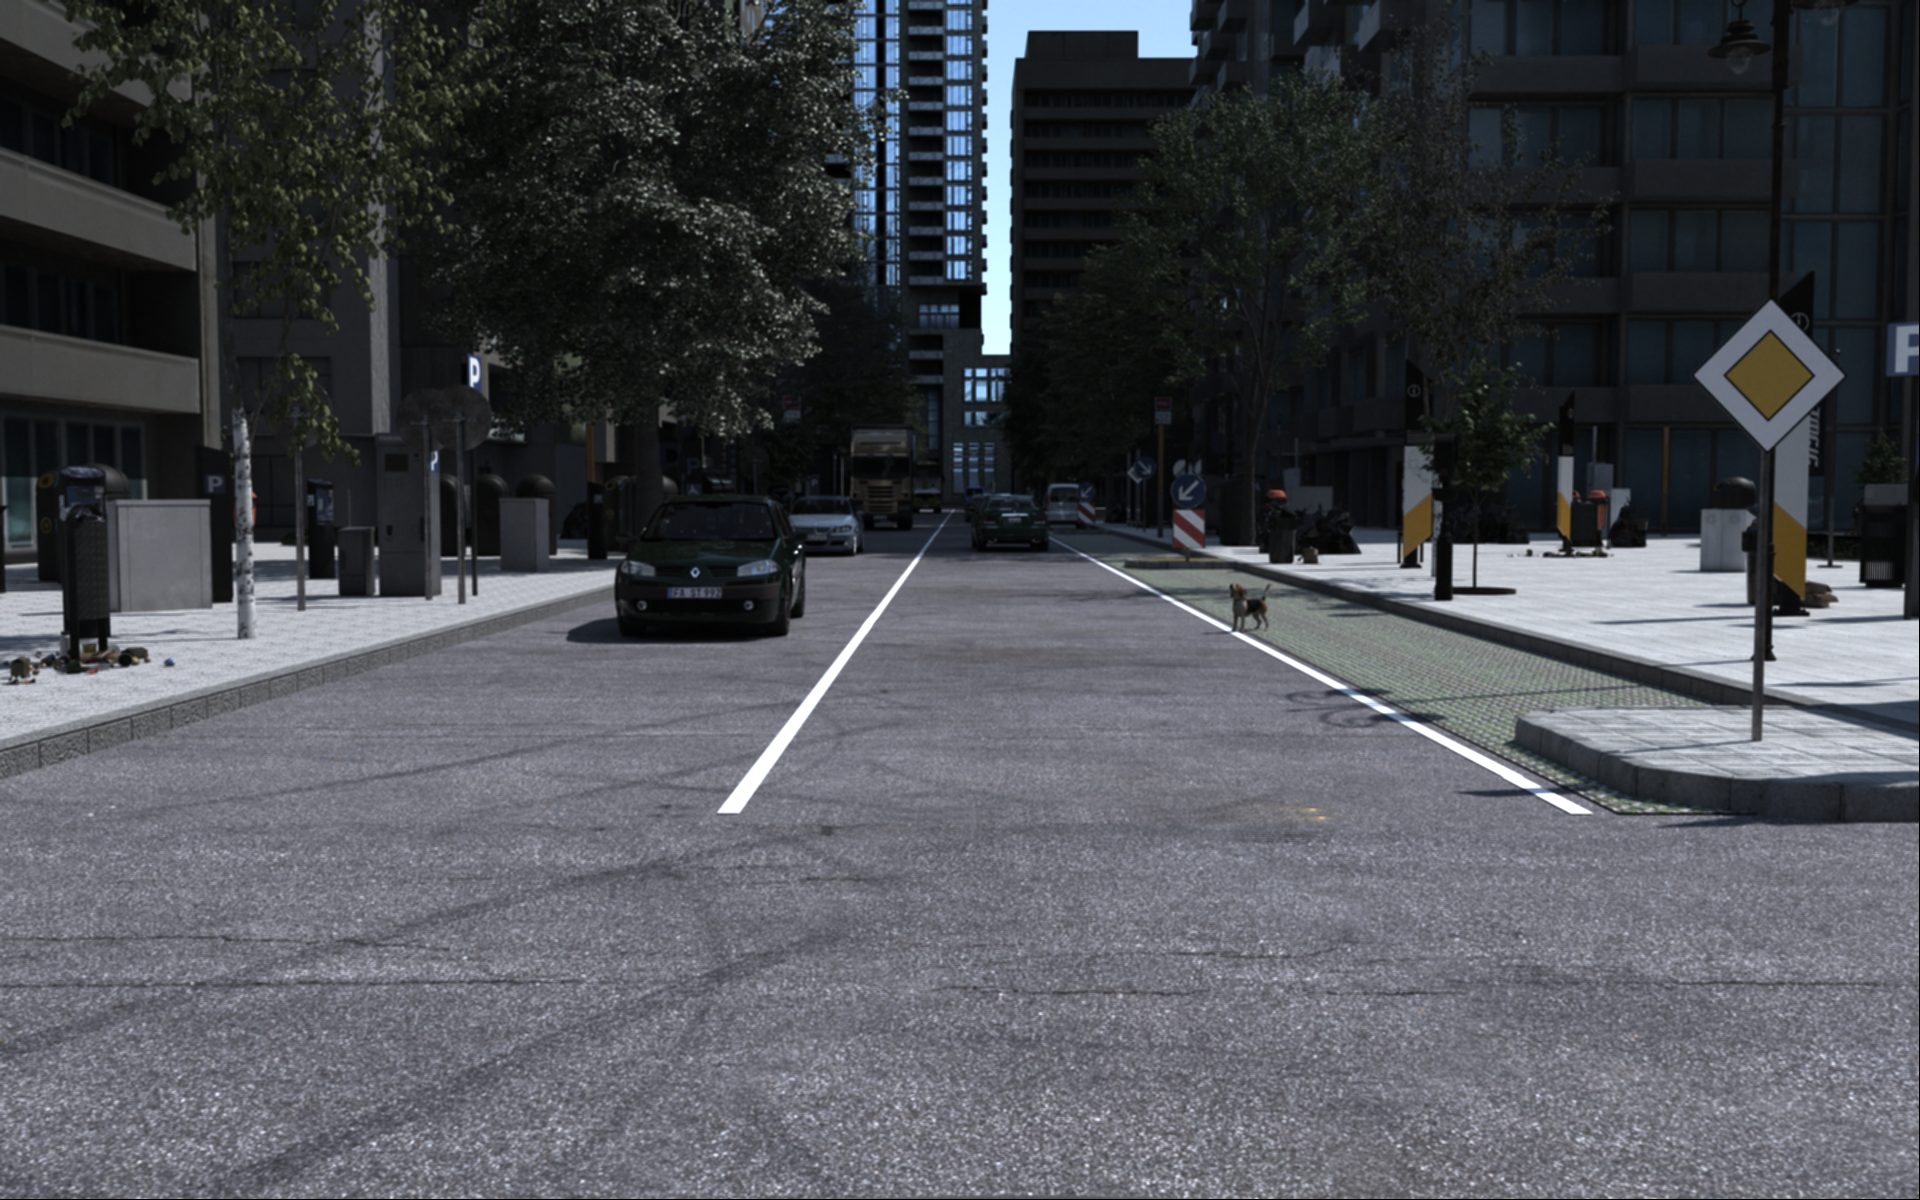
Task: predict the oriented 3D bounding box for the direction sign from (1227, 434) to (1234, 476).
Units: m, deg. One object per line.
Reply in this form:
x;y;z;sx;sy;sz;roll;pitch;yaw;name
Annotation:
10.212;-4.493;65.464;0.379;3.537;0.876;0;4;-6;direction sign

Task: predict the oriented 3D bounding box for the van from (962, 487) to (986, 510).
1.283;-9.273;156.005;2.240;2.365;5.245;0;3;0;van

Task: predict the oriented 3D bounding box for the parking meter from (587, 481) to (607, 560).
-7.137;-1.569;34.069;0.372;1.533;0.369;0;3;0;parking meter

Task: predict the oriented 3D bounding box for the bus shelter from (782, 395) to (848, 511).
-6.109;-5.838;73.083;2.179;5.291;8.768;0;4;0;bus shelter

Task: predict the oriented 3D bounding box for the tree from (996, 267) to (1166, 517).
7.434;-11.716;98.213;9.857;13.997;8.962;0;3;0;tree

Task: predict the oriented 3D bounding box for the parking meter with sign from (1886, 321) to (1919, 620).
10.308;-1.335;18.091;1.738;3.016;0.543;-3;4;-39;parking meter with sign

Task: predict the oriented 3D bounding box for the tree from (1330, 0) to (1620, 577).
7.422;-4.646;26.324;4.360;8.622;3.978;0;3;0;tree

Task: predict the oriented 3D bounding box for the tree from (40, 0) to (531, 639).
-6.100;-3.964;15.169;4.737;8.622;4.395;0;3;0;tree

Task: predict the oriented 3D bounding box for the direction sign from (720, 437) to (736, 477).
-9.288;-4.738;69.464;0.876;3.537;0.379;3;5;40;direction sign

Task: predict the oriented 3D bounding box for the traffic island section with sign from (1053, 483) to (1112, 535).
4.333;-3.242;61.639;1.989;1.847;2.006;0;4;0;traffic island section with sign

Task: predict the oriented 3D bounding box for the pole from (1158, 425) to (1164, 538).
5.909;-3.495;50.994;0.158;3.312;0.155;0;3;0;pole

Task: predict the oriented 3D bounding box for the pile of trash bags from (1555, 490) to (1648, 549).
15.550;-1.958;41.763;1.912;1.369;3.447;2;4;26;pile of trash bags

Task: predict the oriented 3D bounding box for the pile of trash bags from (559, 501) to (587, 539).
-10.208;-2.496;50.564;1.912;1.369;3.447;1;4;14;pile of trash bags

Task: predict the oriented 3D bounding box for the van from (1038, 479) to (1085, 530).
4.124;-3.802;69.171;2.013;2.044;4.112;0;4;1;van

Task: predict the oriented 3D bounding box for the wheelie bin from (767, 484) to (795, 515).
-5.613;-2.823;54.066;0.980;1.594;0.693;-1;4;-18;wheelie bin

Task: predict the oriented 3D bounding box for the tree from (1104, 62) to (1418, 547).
7.223;-7.117;42.114;9.928;11.665;9.643;0;3;0;tree

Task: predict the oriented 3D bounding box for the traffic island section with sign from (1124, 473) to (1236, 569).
4.235;-1.531;33.666;1.989;1.847;2.006;0;4;0;traffic island section with sign

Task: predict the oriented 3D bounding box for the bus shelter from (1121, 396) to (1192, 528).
7.630;-5.581;68.876;2.179;5.291;8.768;0;4;0;bus shelter

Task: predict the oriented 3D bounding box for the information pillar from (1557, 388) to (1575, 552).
13.408;-2.872;38.314;0.504;3.616;0.183;-3;5;-39;information pillar

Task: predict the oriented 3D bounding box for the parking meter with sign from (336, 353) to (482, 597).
-6.949;-1.562;21.805;1.738;3.016;0.543;0;4;2;parking meter with sign

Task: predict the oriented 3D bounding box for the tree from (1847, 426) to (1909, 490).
26.274;-3.370;49.694;1.663;3.219;1.824;0;3;0;tree

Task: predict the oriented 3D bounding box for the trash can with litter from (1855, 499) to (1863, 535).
24.521;-2.199;47.342;0.624;1.170;1.055;0;4;-5;trash can with litter

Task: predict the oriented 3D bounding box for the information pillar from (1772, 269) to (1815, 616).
8.669;-1.640;18.165;0.504;3.616;0.183;0;4;2;information pillar

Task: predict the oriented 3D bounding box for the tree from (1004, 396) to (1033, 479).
7.371;-14.187;150.078;7.486;12.596;7.792;0;3;0;tree

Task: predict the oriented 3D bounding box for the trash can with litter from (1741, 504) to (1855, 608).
9.565;-0.522;19.926;0.624;1.170;1.055;-2;4;-35;trash can with litter

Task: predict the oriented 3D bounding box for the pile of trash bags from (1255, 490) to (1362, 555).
7.404;-1.731;38.060;1.912;1.369;3.447;-1;4;-10;pile of trash bags

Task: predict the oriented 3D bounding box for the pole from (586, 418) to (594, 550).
-8.480;-2.806;39.724;0.158;3.312;0.155;0;3;0;pole

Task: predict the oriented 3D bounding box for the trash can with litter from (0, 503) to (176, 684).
-6.675;-0.100;12.696;1.678;1.210;2.233;0;4;-4;trash can with litter

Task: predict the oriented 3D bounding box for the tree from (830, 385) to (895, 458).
-6.409;-9.798;110.558;4.360;8.622;3.978;0;3;0;tree

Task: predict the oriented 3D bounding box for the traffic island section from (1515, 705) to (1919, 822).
4.164;0.811;9.020;2.009;0.180;2.903;0;4;0;traffic island section

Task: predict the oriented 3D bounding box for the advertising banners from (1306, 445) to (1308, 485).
12.571;-4.070;62.732;0.090;3.025;2.074;1;4;12;advertising banners

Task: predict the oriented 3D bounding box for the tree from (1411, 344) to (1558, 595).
6.669;-1.709;22.543;1.663;3.219;1.824;0;3;0;tree

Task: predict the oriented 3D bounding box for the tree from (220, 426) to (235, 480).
-18.667;-2.951;42.853;1.663;3.219;1.824;0;3;0;tree

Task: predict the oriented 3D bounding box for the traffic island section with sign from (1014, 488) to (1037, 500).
4.483;-6.297;111.576;1.989;1.847;2.006;0;4;0;traffic island section with sign

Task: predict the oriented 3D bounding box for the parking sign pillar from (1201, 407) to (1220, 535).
7.835;-4.026;54.298;1.447;3.967;1.447;0;4;2;parking sign pillar

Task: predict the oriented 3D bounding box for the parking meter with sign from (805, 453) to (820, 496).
-5.758;-4.348;67.355;0.543;3.016;1.738;-1;4;-19;parking meter with sign

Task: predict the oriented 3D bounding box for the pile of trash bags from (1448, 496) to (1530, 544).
14.316;-2.154;44.972;3.447;1.369;1.912;1;4;12;pile of trash bags

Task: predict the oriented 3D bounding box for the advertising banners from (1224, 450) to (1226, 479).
10.438;-4.409;68.280;0.090;3.025;2.074;1;4;10;advertising banners

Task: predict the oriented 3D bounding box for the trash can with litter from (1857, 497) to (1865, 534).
22.654;-2.003;43.801;1.678;1.210;2.233;-2;4;-30;trash can with litter

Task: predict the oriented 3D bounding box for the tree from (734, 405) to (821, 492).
-6.786;-4.912;64.023;4.285;4.588;4.351;0;3;0;tree

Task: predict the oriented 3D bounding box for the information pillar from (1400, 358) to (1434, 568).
7.905;-2.360;29.939;0.504;3.616;0.183;0;4;3;information pillar

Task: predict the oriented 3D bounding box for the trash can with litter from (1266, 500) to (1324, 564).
6.196;-1.263;32.037;1.055;1.170;0.624;1;4;9;trash can with litter

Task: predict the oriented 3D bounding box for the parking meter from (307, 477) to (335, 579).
-9.689;-1.092;26.264;0.372;1.533;0.369;0;3;0;parking meter

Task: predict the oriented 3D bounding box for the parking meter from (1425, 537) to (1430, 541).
12.621;-2.368;47.131;0.372;1.533;0.369;0;3;0;parking meter

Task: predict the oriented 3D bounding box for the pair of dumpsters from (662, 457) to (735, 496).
-6.799;-2.562;44.377;1.574;2.255;4.437;0;4;0;pair of dumpsters

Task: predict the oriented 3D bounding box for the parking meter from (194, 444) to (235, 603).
-8.784;-0.900;20.431;0.399;1.863;0.255;-2;4;-33;parking meter

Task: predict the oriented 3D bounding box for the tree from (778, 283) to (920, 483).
-5.930;-10.716;93.334;7.486;12.596;7.792;0;3;0;tree

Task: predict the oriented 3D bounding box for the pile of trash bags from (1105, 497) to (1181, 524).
8.065;-4.048;75.942;3.447;1.369;1.912;1;4;9;pile of trash bags

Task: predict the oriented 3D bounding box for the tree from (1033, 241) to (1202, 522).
7.189;-9.792;78.227;7.486;12.596;7.792;0;3;0;tree

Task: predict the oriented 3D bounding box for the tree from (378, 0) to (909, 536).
-5.794;-7.658;31.869;9.857;13.997;8.962;0;3;0;tree

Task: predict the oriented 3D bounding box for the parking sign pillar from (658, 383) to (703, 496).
-6.318;-3.192;40.656;1.447;3.967;1.447;-1;4;-14;parking sign pillar

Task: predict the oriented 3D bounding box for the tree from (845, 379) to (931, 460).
-6.435;-13.869;152.518;9.928;11.665;9.643;0;3;0;tree

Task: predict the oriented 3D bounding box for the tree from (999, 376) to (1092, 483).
6.687;-11.189;117.351;8.767;10.594;7.601;1;4;9;tree

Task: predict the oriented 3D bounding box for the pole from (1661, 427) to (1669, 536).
21.452;-3.599;52.679;0.158;3.312;0.155;0;3;0;pole

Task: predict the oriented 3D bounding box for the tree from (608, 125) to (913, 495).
-6.433;-8.868;55.355;12.009;13.543;11.850;0;3;0;tree

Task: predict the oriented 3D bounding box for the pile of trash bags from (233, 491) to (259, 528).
-18.097;-1.864;40.237;3.447;1.369;1.912;-3;4;-38;pile of trash bags

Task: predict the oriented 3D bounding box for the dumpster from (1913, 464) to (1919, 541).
6.722;-0.454;9.923;1.502;2.255;1.985;0;4;0;dumpster

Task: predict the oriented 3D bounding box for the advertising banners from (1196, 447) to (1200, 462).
8.886;-4.116;63.486;0.090;3.025;2.074;0;4;-4;advertising banners

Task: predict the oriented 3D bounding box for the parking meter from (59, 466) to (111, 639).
-7.807;-0.431;15.451;0.372;1.533;0.369;0;3;0;parking meter

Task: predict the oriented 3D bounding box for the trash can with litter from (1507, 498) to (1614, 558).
12.358;-1.495;35.501;2.233;1.210;1.678;1;4;10;trash can with litter
